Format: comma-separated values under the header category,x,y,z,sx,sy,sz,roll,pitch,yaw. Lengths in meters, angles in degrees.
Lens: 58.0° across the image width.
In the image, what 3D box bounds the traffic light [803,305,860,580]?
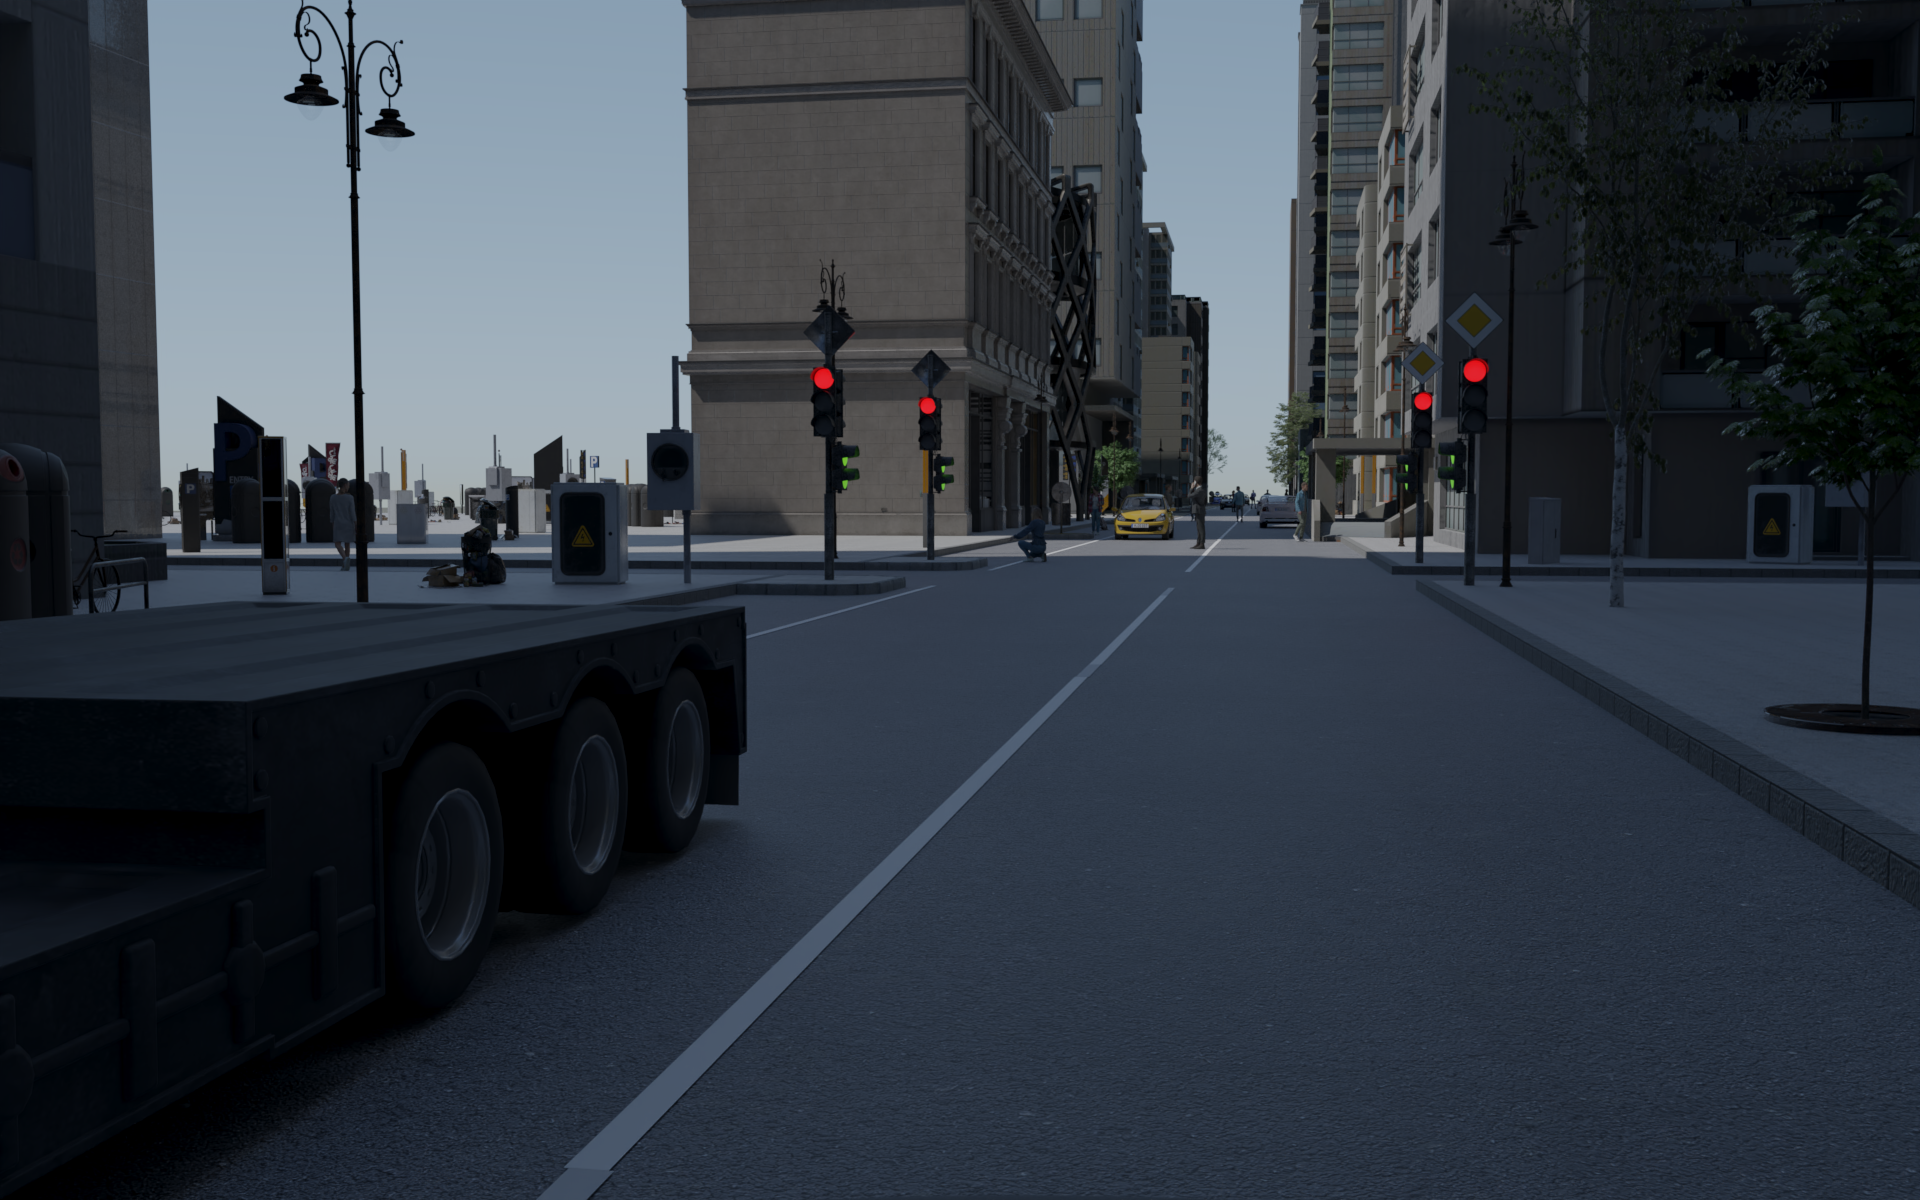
category,x,y,z,sx,sy,sz,roll,pitch,yaw
traffic light,-1.939,-2.256,25.800,0.839,4.253,0.868,1,4,10

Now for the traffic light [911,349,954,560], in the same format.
category,x,y,z,sx,sy,sz,roll,pitch,yaw
traffic light,-0.554,-2.737,33.665,0.839,4.253,0.868,1,4,10

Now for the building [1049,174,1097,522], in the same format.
category,x,y,z,sx,sy,sz,roll,pitch,yaw
building,-2.024,-13.186,83.037,16.820,18.784,16.811,1,4,10

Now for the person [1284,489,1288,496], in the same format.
category,x,y,z,sx,sy,sz,roll,pitch,yaw
person,23.899,-7.216,126.619,0.705,1.807,1.348,1,4,22

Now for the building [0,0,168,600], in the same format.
category,x,y,z,sx,sy,sz,roll,pitch,yaw
building,-25.176,-29.097,17.731,28.212,58.520,21.231,1,4,10

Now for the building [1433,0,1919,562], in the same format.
category,x,y,z,sx,sy,sz,roll,pitch,yaw
building,17.532,-21.673,37.941,14.086,41.232,14.154,1,4,10

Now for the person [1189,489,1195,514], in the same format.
category,x,y,z,sx,sy,sz,roll,pitch,yaw
person,16.682,-7.019,123.397,0.705,1.807,1.348,2,4,29

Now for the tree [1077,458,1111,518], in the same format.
category,x,y,z,sx,sy,sz,roll,pitch,yaw
tree,7.260,-5.995,92.613,1.663,3.219,1.824,0,3,0

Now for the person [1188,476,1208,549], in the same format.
category,x,y,z,sx,sy,sz,roll,pitch,yaw
person,6.177,-2.276,45.070,0.474,1.900,0.648,1,4,17

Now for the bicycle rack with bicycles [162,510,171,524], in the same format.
category,x,y,z,sx,sy,sz,roll,pitch,yaw
bicycle rack with bicycles,-33.230,-3.396,68.904,2.925,0.926,2.852,-1,4,-10

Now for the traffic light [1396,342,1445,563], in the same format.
category,x,y,z,sx,sy,sz,roll,pitch,yaw
traffic light,8.521,-2.640,32.088,0.839,4.253,0.868,1,4,10

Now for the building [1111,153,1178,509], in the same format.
category,x,y,z,sx,sy,sz,roll,pitch,yaw
building,5.480,-29.448,173.358,32.217,40.220,23.993,1,4,10

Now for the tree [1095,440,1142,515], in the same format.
category,x,y,z,sx,sy,sz,roll,pitch,yaw
tree,9.421,-7.435,105.276,4.285,4.588,4.351,0,3,0

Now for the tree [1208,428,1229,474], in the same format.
category,x,y,z,sx,sy,sz,roll,pitch,yaw
tree,37.015,-20.654,263.447,9.928,11.665,9.643,0,3,0

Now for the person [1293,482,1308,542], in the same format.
category,x,y,z,sx,sy,sz,roll,pitch,yaw
person,10.203,-2.625,51.765,0.601,1.785,0.444,-3,5,-39

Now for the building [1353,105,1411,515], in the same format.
category,x,y,z,sx,sy,sz,roll,pitch,yaw
building,35.251,-14.935,89.230,27.650,21.520,28.899,1,4,10

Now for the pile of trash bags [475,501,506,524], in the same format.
category,x,y,z,sx,sy,sz,roll,pitch,yaw
pile of trash bags,-19.441,-4.056,76.072,3.447,1.369,1.912,-3,5,-43

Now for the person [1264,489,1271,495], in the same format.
category,x,y,z,sx,sy,sz,roll,pitch,yaw
person,25.079,-8.112,141.217,1.350,1.814,0.705,2,4,24

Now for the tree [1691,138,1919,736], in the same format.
category,x,y,z,sx,sy,sz,roll,pitch,yaw
tree,4.931,-0.918,9.607,1.663,3.219,1.824,0,3,0

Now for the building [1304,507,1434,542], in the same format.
category,x,y,z,sx,sy,sz,roll,pitch,yaw
building,27.747,-22.213,55.067,32.217,40.220,23.993,1,4,10

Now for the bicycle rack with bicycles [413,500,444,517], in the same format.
category,x,y,z,sx,sy,sz,roll,pitch,yaw
bicycle rack with bicycles,-30.561,-5.292,99.900,2.852,0.926,2.925,1,4,20

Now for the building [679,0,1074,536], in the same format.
category,x,y,z,sx,sy,sz,roll,pitch,yaw
building,-3.917,-12.438,54.275,10.553,20.767,40.483,1,4,10

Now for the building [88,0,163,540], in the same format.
category,x,y,z,sx,sy,sz,roll,pitch,yaw
building,-34.049,-13.914,45.508,19.932,24.808,12.078,1,4,10

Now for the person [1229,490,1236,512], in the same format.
category,x,y,z,sx,sy,sz,roll,pitch,yaw
person,21.648,-7.787,136.534,1.217,1.743,0.721,-2,4,-35

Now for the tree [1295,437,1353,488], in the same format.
category,x,y,z,sx,sy,sz,roll,pitch,yaw
tree,20.887,-7.076,99.404,4.285,4.588,4.351,0,3,0

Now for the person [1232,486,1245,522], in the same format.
category,x,y,z,sx,sy,sz,roll,pitch,yaw
person,14.144,-4.862,87.861,0.638,1.841,0.748,0,4,8

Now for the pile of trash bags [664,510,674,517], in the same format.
category,x,y,z,sx,sy,sz,roll,pitch,yaw
pile of trash bags,-14.865,-5.308,96.533,3.447,1.369,1.912,2,4,27

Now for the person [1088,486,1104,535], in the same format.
category,x,y,z,sx,sy,sz,roll,pitch,yaw
person,4.781,-3.144,60.735,0.563,1.720,0.643,1,4,20

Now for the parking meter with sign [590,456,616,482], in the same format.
category,x,y,z,sx,sy,sz,roll,pitch,yaw
parking meter with sign,-16.148,-5.097,79.591,0.543,3.016,1.738,3,4,36

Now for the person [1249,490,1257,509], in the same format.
category,x,y,z,sx,sy,sz,roll,pitch,yaw
person,28.522,-9.802,168.629,0.709,1.838,0.599,-1,4,-11

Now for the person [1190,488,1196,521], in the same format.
category,x,y,z,sx,sy,sz,roll,pitch,yaw
person,12.489,-5.029,91.209,0.782,1.767,0.515,-1,4,-11

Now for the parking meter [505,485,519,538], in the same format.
category,x,y,z,sx,sy,sz,roll,pitch,yaw
parking meter,-13.043,-2.570,50.434,0.372,1.533,0.369,0,3,0

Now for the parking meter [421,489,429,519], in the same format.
category,x,y,z,sx,sy,sz,roll,pitch,yaw
parking meter,-27.910,-5.016,90.418,0.372,1.533,0.369,0,3,0

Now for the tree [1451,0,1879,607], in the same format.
category,x,y,z,sx,sy,sz,roll,pitch,yaw
tree,7.710,-4.224,19.425,4.360,8.622,3.978,0,3,0

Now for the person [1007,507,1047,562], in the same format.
category,x,y,z,sx,sy,sz,roll,pitch,yaw
person,1.452,-1.383,36.610,1.012,1.151,0.738,-3,5,-43

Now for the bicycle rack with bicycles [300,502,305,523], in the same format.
category,x,y,z,sx,sy,sz,roll,pitch,yaw
bicycle rack with bicycles,-29.906,-3.839,76.145,2.852,0.926,2.925,0,4,1

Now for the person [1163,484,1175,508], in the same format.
category,x,y,z,sx,sy,sz,roll,pitch,yaw
person,6.969,-2.977,57.719,0.362,1.759,0.519,-1,4,-17

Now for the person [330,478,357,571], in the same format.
category,x,y,z,sx,sy,sz,roll,pitch,yaw
person,-11.278,-1.377,31.763,0.466,1.731,0.760,-3,4,-36

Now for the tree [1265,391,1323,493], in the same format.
category,x,y,z,sx,sy,sz,roll,pitch,yaw
tree,37.681,-16.697,191.126,7.486,12.596,7.792,0,3,0

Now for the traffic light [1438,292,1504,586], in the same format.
category,x,y,z,sx,sy,sz,roll,pitch,yaw
traffic light,7.135,-2.159,24.223,0.839,4.253,0.868,1,4,10

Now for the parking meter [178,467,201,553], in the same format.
category,x,y,z,sx,sy,sz,roll,pitch,yaw
parking meter,-16.905,-1.974,37.992,0.399,1.863,0.255,-2,4,-32

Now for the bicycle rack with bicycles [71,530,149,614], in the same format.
category,x,y,z,sx,sy,sz,roll,pitch,yaw
bicycle rack with bicycles,-9.465,-0.232,17.174,2.852,0.926,2.925,-1,4,-8

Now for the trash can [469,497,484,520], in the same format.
category,x,y,z,sx,sy,sz,roll,pitch,yaw
trash can,-23.684,-4.475,84.823,0.748,1.137,0.748,0,3,0
